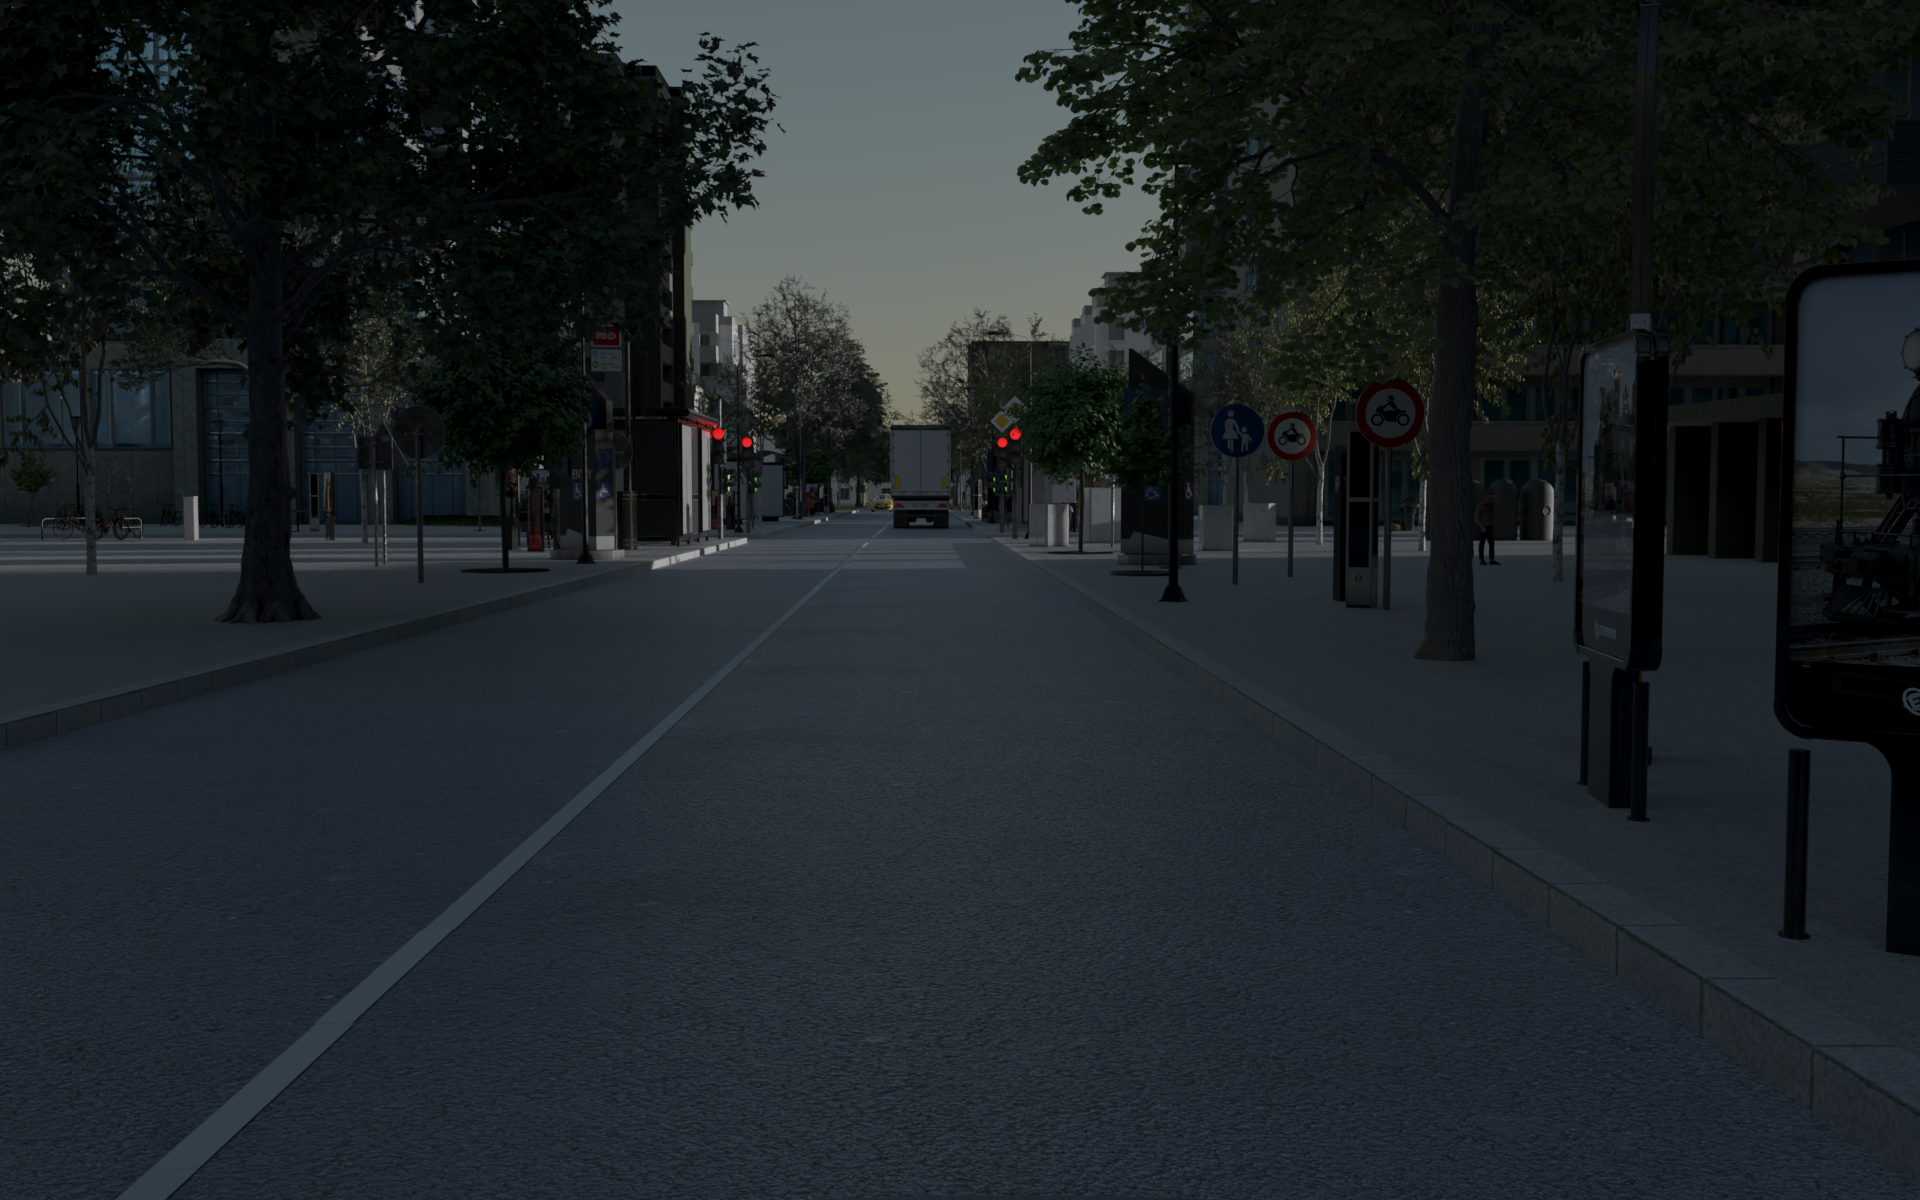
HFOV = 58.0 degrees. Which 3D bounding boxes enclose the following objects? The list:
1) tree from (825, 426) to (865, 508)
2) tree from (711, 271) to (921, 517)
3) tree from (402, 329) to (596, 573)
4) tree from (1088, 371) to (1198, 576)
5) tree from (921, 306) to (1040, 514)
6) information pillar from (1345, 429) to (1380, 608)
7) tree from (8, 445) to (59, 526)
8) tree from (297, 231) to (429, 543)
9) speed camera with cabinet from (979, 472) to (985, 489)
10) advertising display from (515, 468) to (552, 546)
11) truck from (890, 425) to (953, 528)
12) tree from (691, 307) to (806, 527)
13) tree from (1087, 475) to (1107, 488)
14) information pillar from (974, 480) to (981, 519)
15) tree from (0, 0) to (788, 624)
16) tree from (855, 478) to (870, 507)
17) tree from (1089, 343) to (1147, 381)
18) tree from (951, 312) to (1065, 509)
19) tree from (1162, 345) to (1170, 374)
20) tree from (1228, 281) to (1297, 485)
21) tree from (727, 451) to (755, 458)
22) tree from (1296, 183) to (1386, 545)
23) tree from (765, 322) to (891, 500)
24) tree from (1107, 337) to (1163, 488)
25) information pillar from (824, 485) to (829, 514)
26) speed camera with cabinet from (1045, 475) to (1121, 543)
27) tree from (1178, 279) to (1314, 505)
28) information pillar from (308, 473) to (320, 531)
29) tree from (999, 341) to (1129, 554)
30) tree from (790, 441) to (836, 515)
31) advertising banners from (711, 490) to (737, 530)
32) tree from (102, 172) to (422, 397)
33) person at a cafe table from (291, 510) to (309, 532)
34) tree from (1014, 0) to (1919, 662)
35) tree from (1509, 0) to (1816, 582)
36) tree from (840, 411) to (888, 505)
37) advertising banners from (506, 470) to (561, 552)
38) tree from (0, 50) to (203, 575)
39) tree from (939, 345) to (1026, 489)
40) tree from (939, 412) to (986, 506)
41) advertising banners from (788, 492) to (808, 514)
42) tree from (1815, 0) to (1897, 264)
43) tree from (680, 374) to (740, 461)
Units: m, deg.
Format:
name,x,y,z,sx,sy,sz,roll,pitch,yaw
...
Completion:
name,x,y,z,sx,sy,sz,roll,pitch,yaw
tree,-10.536,-12.450,153.925,4.737,8.622,4.395,0,3,0
tree,-8.848,-11.377,96.392,12.009,13.543,11.850,0,3,0
tree,-7.554,-2.752,28.702,4.285,4.588,4.351,0,3,0
tree,2.773,-2.002,27.334,1.663,3.219,1.824,0,3,0
tree,1.507,-12.377,112.735,12.009,13.543,11.850,0,3,0
information pillar,4.544,-0.921,19.548,0.304,2.012,0.304,2,4,27
tree,-37.143,-4.557,69.106,1.663,3.219,1.824,0,3,0
tree,-15.472,-5.773,44.752,4.360,8.622,3.978,0,3,0
speed camera with cabinet,1.556,-8.194,128.301,0.660,3.252,2.038,1,4,9
advertising display,-10.693,-2.336,43.408,0.123,1.923,0.974,3,5,44
truck,-1.682,-5.306,75.659,2.839,4.237,11.283,0,4,-1
tree,-8.071,-7.181,67.774,4.360,8.622,3.978,0,3,0
tree,8.866,-8.538,89.954,4.360,8.622,3.978,0,3,0
information pillar,0.897,-5.168,88.989,0.304,2.012,0.304,2,4,24
tree,-6.969,-6.139,17.387,9.611,12.733,9.660,0,3,0
tree,-10.338,-11.211,177.894,1.663,3.219,1.824,0,3,0
tree,7.891,-8.174,84.014,4.737,8.622,4.395,0,3,0
tree,2.423,-7.287,69.503,4.737,8.622,4.395,0,3,0
tree,10.221,-7.140,67.102,4.360,8.622,3.978,0,3,0
tree,9.048,-5.715,43.810,4.737,8.622,4.395,0,3,0
tree,-14.562,-7.925,113.282,4.285,4.588,4.351,0,3,0
tree,9.727,-5.140,34.394,4.737,8.622,4.395,0,3,0
tree,-9.753,-13.388,125.551,9.857,13.997,8.962,0,3,0
tree,9.463,-7.777,77.523,4.360,8.622,3.978,0,3,0
information pillar,-8.795,-6.705,114.115,0.304,2.012,0.304,1,4,9
speed camera with cabinet,3.277,-3.144,45.745,2.038,3.252,0.660,-1,4,-19
tree,9.850,-6.638,58.900,4.360,8.622,3.978,0,3,0
information pillar,-22.303,-3.383,59.801,0.304,2.012,0.304,-2,4,-25
tree,2.535,-3.279,37.323,4.285,4.588,4.351,0,3,0
tree,-9.177,-7.527,106.778,4.285,4.588,4.351,0,3,0
advertising banners,-8.803,-4.059,62.556,2.074,3.025,0.090,3,4,38
tree,-14.492,-6.261,36.775,7.601,10.594,8.767,0,4,1
person at a cafe table,-23.075,-2.898,58.241,1.698,1.238,1.726,0,4,2
tree,4.219,-5.813,13.170,7.486,12.596,7.792,0,3,0
tree,8.999,-4.575,25.163,4.737,8.622,4.395,0,3,0
tree,-11.380,-17.270,200.484,7.486,12.596,7.792,0,3,0
advertising banners,-9.428,-2.588,38.508,2.074,3.025,0.090,2,4,30
tree,-14.102,-4.719,27.521,4.360,8.622,3.978,0,3,0
tree,1.354,-8.245,85.166,4.360,8.622,3.978,0,3,0
tree,-0.238,-15.983,195.738,7.601,10.594,8.767,1,4,12
advertising banners,-9.982,-7.014,110.869,2.074,3.025,0.090,0,4,-1
tree,8.362,-4.287,20.449,4.737,8.622,4.395,0,3,0
tree,-15.139,-9.441,104.717,4.737,8.622,4.395,0,3,0
